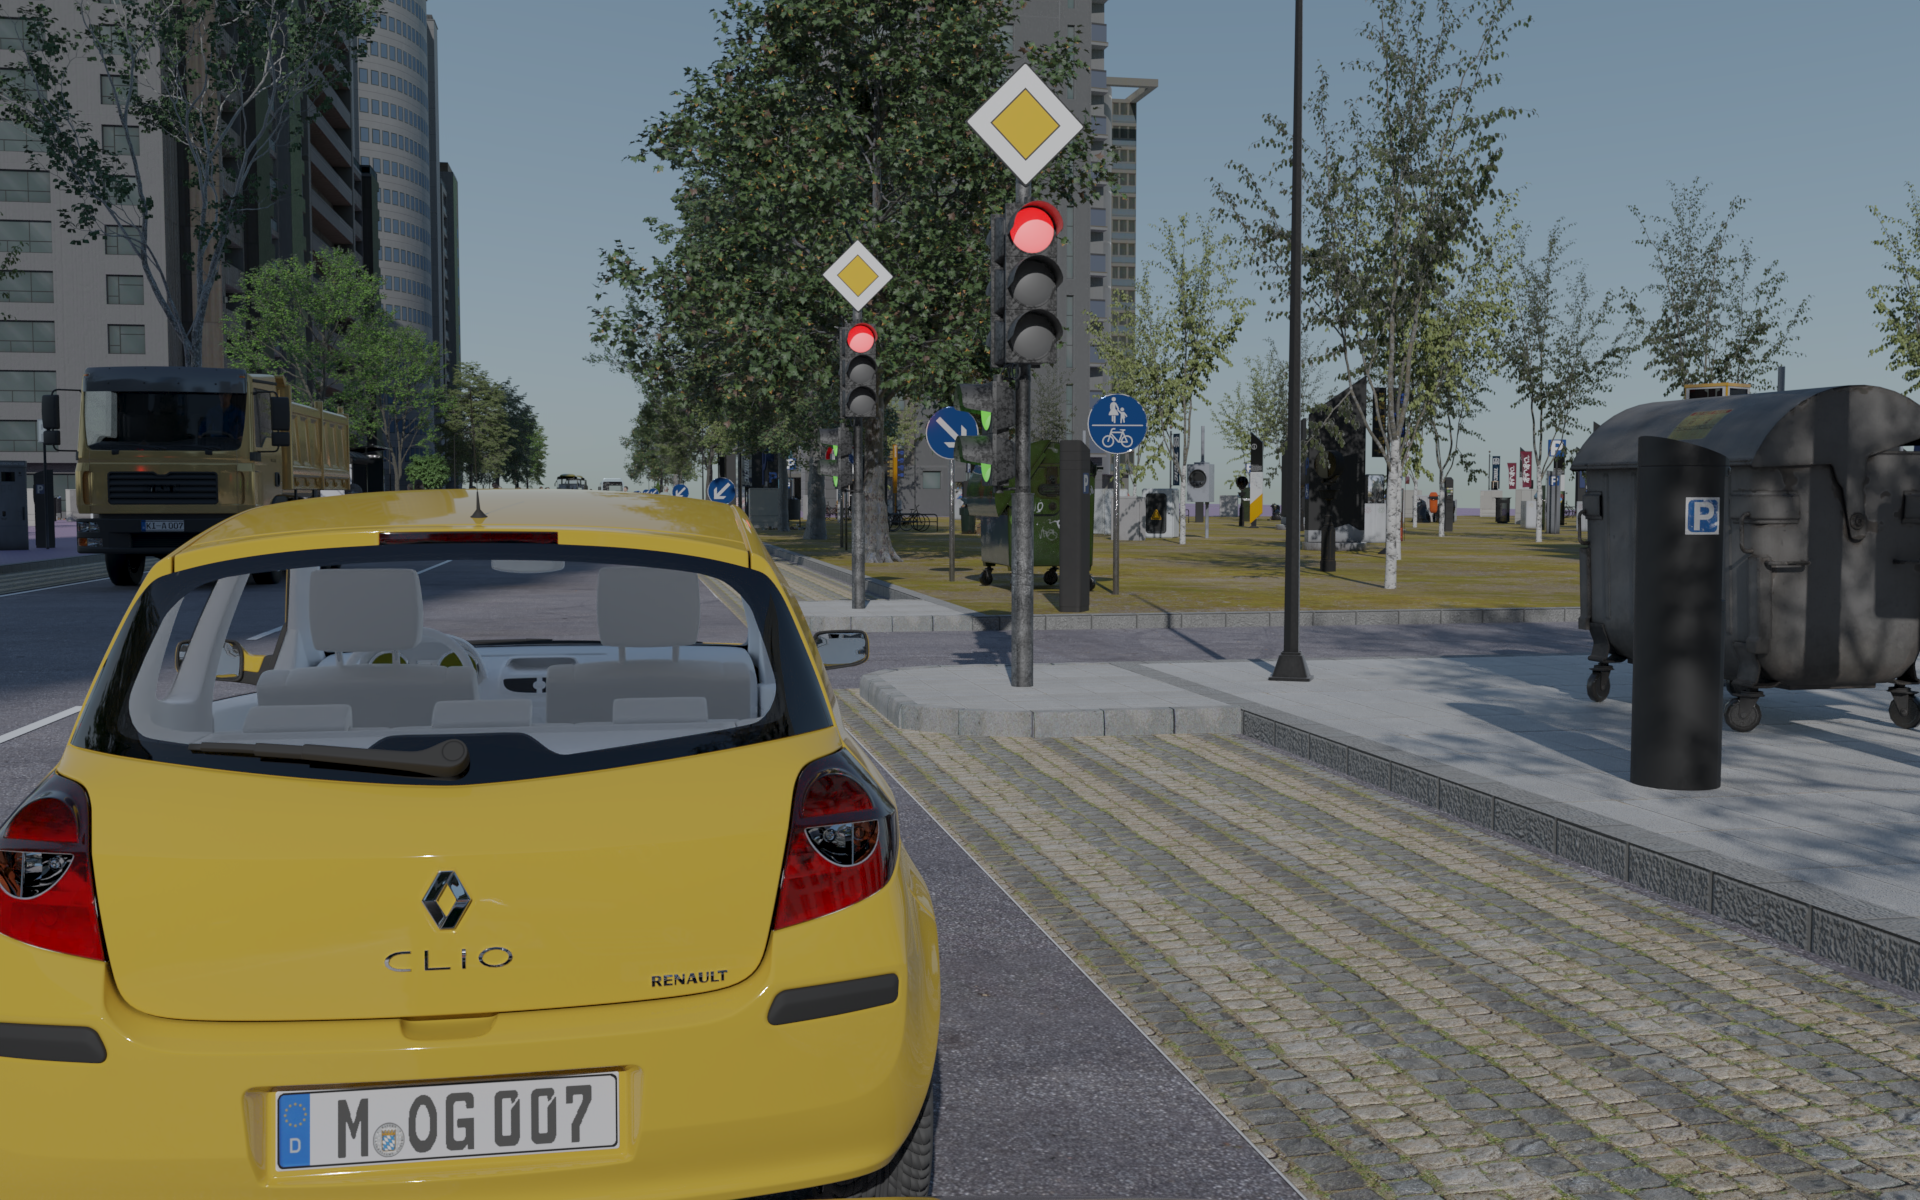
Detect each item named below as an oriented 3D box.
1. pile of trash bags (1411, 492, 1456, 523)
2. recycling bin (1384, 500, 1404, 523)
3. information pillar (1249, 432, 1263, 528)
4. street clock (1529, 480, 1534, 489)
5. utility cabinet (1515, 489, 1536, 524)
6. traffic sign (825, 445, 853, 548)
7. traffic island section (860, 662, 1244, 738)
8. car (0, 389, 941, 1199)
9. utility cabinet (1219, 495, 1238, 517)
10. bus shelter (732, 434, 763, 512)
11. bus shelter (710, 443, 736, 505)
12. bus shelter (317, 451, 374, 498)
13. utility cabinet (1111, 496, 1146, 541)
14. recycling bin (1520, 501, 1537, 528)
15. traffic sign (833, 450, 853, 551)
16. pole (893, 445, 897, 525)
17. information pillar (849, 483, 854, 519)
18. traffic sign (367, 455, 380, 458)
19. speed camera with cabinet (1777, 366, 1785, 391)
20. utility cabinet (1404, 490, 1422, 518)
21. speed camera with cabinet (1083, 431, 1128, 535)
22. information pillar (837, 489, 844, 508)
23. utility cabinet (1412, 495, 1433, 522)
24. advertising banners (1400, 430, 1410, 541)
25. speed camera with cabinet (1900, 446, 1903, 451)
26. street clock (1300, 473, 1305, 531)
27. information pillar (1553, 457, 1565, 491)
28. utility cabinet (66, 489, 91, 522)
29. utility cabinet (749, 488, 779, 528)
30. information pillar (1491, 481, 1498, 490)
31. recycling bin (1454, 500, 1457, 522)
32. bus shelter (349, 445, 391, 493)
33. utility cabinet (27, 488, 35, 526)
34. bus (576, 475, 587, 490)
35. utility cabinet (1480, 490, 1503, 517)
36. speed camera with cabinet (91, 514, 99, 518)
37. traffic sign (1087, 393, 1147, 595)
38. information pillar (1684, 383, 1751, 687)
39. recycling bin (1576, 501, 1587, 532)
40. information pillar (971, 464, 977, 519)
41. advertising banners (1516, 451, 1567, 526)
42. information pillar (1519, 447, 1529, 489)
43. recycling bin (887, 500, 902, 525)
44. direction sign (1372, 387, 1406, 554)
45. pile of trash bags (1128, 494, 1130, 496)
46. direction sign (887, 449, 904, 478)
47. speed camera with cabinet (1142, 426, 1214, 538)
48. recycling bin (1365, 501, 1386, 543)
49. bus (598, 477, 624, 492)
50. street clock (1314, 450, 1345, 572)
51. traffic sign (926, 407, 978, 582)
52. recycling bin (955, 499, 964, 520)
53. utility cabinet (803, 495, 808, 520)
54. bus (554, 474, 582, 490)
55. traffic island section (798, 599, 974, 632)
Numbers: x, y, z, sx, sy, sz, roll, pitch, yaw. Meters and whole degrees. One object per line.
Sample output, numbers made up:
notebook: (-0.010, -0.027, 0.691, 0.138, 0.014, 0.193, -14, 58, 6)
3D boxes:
pile of trash bags: (21.146, -4.134, 77.351, 1.912, 1.369, 3.447, 1, 4, 14)
recycling bin: (19.097, -3.903, 76.374, 0.722, 1.027, 0.722, -1, 4, -21)
information pillar: (11.119, -4.503, 64.986, 0.504, 3.616, 0.183, 2, 4, 28)
street clock: (29.093, -5.121, 88.291, 0.358, 2.002, 0.471, 1, 4, 14)
utility cabinet: (23.926, -3.952, 73.293, 1.173, 1.500, 0.318, -3, 5, -42)
traffic sign: (-2.835, -2.531, 41.485, 0.768, 2.556, 0.104, 0, 4, -5)
traffic island section: (0.439, 0.655, 11.578, 2.009, 0.180, 2.903, -1, 4, -11)
car: (-1.167, 0.342, 4.634, 2.015, 1.641, 3.980, -1, 4, -11)
utility cabinet: (15.187, -5.299, 97.804, 1.020, 1.237, 0.306, 1, 4, 20)
bus shelter: (-8.758, -5.956, 75.009, 2.179, 5.291, 8.768, -1, 4, -11)
bus shelter: (-10.913, -5.601, 82.864, 1.731, 3.624, 6.357, -1, 4, -11)
bus shelter: (-28.464, -5.264, 79.998, 2.014, 3.302, 5.546, -1, 4, -11)
utility cabinet: (4.683, -2.262, 48.140, 1.020, 1.237, 0.306, 3, 5, 44)
recycling bin: (21.478, -3.204, 64.943, 0.722, 1.027, 0.722, 0, 4, 0)
traffic sign: (-2.582, -2.271, 39.258, 0.606, 2.300, 0.079, 0, 4, -7)
pole: (-2.689, -4.752, 71.535, 0.158, 3.312, 0.155, 0, 3, 0)
information pillar: (-5.613, -5.232, 90.036, 0.304, 2.012, 0.304, 0, 3, 0)
traffic sign: (-31.278, -5.875, 89.936, 2.265, 3.308, 0.079, 0, 4, -8)
speed camera with cabinet: (13.284, -2.022, 27.388, 2.038, 3.252, 0.660, -2, 4, -24)
utility cabinet: (24.133, -5.139, 92.700, 0.318, 1.500, 1.173, -3, 5, -43)
speed camera with cabinet: (4.335, -3.686, 54.609, 2.038, 3.252, 0.660, -2, 4, -34)
information pillar: (-6.331, -6.111, 91.275, 0.183, 3.616, 0.504, -3, 5, -42)
utility cabinet: (21.596, -4.251, 80.673, 1.020, 1.237, 0.306, -1, 4, -16)
advertising banners: (11.895, -3.096, 46.800, 0.090, 3.025, 2.074, 2, 4, 30)
speed camera with cabinet: (31.103, -3.939, 58.745, 2.038, 3.252, 0.660, 2, 4, 31)
street clock: (11.712, -3.362, 59.536, 0.358, 2.002, 0.471, -1, 4, -12)
information pillar: (25.819, -5.093, 74.622, 0.504, 3.616, 0.183, 1, 4, 21)
utility cabinet: (-40.486, -4.341, 79.661, 0.318, 1.500, 1.173, 2, 4, 26)
utility cabinet: (-7.230, -3.398, 64.237, 1.173, 1.500, 0.318, -1, 4, -16)
information pillar: (30.633, -5.799, 99.309, 0.304, 2.012, 0.304, 0, 4, -7)
recycling bin: (22.710, -4.164, 80.636, 0.722, 1.027, 0.722, 2, 4, 26)
bus shelter: (-29.598, -5.805, 86.196, 1.731, 3.624, 6.357, -1, 4, -11)
utility cabinet: (-36.216, -3.642, 68.224, 1.173, 1.500, 0.318, 2, 4, 28)
bus: (-50.754, -14.534, 229.169, 2.896, 3.916, 12.252, -1, 4, -11)
utility cabinet: (29.558, -5.363, 96.364, 1.173, 1.500, 0.318, 1, 4, 16)
speed camera with cabinet: (-33.184, -4.518, 68.203, 2.038, 3.252, 0.660, 1, 4, 8)
traffic sign: (1.989, -1.340, 22.009, 0.768, 2.556, 0.104, 0, 4, -4)
information pillar: (5.065, -0.437, 11.640, 0.304, 2.012, 0.304, -3, 4, -38)
recycling bin: (21.660, -2.867, 59.431, 0.722, 1.027, 0.722, -3, 4, -38)
information pillar: (0.811, -6.075, 90.676, 0.504, 3.616, 0.183, 0, 4, 5)
advertising banners: (23.722, -4.542, 70.444, 2.074, 3.025, 0.090, -1, 4, -9)
information pillar: (27.969, -5.783, 85.903, 0.504, 3.616, 0.183, 3, 5, 41)
recycling bin: (-2.825, -3.680, 72.719, 0.722, 1.027, 0.722, 0, 4, -5)
direction sign: (9.131, -2.749, 36.937, 0.876, 3.537, 0.379, -2, 4, -26)
pile of trash bags: (8.517, -4.539, 83.959, 3.447, 1.369, 1.912, 0, 4, 4)
direction sign: (-3.222, -5.767, 86.294, 0.876, 3.537, 0.379, 0, 4, 5)
speed camera with cabinet: (6.344, -3.432, 50.442, 2.038, 3.252, 0.660, 2, 4, 25)
recycling bin: (10.918, -2.032, 45.784, 0.722, 1.027, 0.722, 0, 4, 5)
bus: (-41.779, -13.008, 207.540, 2.948, 3.499, 13.247, -1, 4, -13)
street clock: (6.085, -1.469, 28.586, 0.358, 2.002, 0.471, -3, 5, -40)
traffic sign: (-0.116, -1.544, 25.355, 0.768, 2.556, 0.104, 0, 4, -2)
recycling bin: (0.158, -4.507, 86.246, 0.722, 1.027, 0.722, -3, 5, -39)
utility cabinet: (-7.456, -4.677, 87.627, 1.020, 1.237, 0.306, -3, 5, -44)
bus: (-47.854, -13.489, 212.097, 2.896, 3.916, 12.252, -1, 4, -10)
traffic island section: (-1.115, 0.176, 19.410, 2.009, 0.180, 2.903, -1, 4, -11)
